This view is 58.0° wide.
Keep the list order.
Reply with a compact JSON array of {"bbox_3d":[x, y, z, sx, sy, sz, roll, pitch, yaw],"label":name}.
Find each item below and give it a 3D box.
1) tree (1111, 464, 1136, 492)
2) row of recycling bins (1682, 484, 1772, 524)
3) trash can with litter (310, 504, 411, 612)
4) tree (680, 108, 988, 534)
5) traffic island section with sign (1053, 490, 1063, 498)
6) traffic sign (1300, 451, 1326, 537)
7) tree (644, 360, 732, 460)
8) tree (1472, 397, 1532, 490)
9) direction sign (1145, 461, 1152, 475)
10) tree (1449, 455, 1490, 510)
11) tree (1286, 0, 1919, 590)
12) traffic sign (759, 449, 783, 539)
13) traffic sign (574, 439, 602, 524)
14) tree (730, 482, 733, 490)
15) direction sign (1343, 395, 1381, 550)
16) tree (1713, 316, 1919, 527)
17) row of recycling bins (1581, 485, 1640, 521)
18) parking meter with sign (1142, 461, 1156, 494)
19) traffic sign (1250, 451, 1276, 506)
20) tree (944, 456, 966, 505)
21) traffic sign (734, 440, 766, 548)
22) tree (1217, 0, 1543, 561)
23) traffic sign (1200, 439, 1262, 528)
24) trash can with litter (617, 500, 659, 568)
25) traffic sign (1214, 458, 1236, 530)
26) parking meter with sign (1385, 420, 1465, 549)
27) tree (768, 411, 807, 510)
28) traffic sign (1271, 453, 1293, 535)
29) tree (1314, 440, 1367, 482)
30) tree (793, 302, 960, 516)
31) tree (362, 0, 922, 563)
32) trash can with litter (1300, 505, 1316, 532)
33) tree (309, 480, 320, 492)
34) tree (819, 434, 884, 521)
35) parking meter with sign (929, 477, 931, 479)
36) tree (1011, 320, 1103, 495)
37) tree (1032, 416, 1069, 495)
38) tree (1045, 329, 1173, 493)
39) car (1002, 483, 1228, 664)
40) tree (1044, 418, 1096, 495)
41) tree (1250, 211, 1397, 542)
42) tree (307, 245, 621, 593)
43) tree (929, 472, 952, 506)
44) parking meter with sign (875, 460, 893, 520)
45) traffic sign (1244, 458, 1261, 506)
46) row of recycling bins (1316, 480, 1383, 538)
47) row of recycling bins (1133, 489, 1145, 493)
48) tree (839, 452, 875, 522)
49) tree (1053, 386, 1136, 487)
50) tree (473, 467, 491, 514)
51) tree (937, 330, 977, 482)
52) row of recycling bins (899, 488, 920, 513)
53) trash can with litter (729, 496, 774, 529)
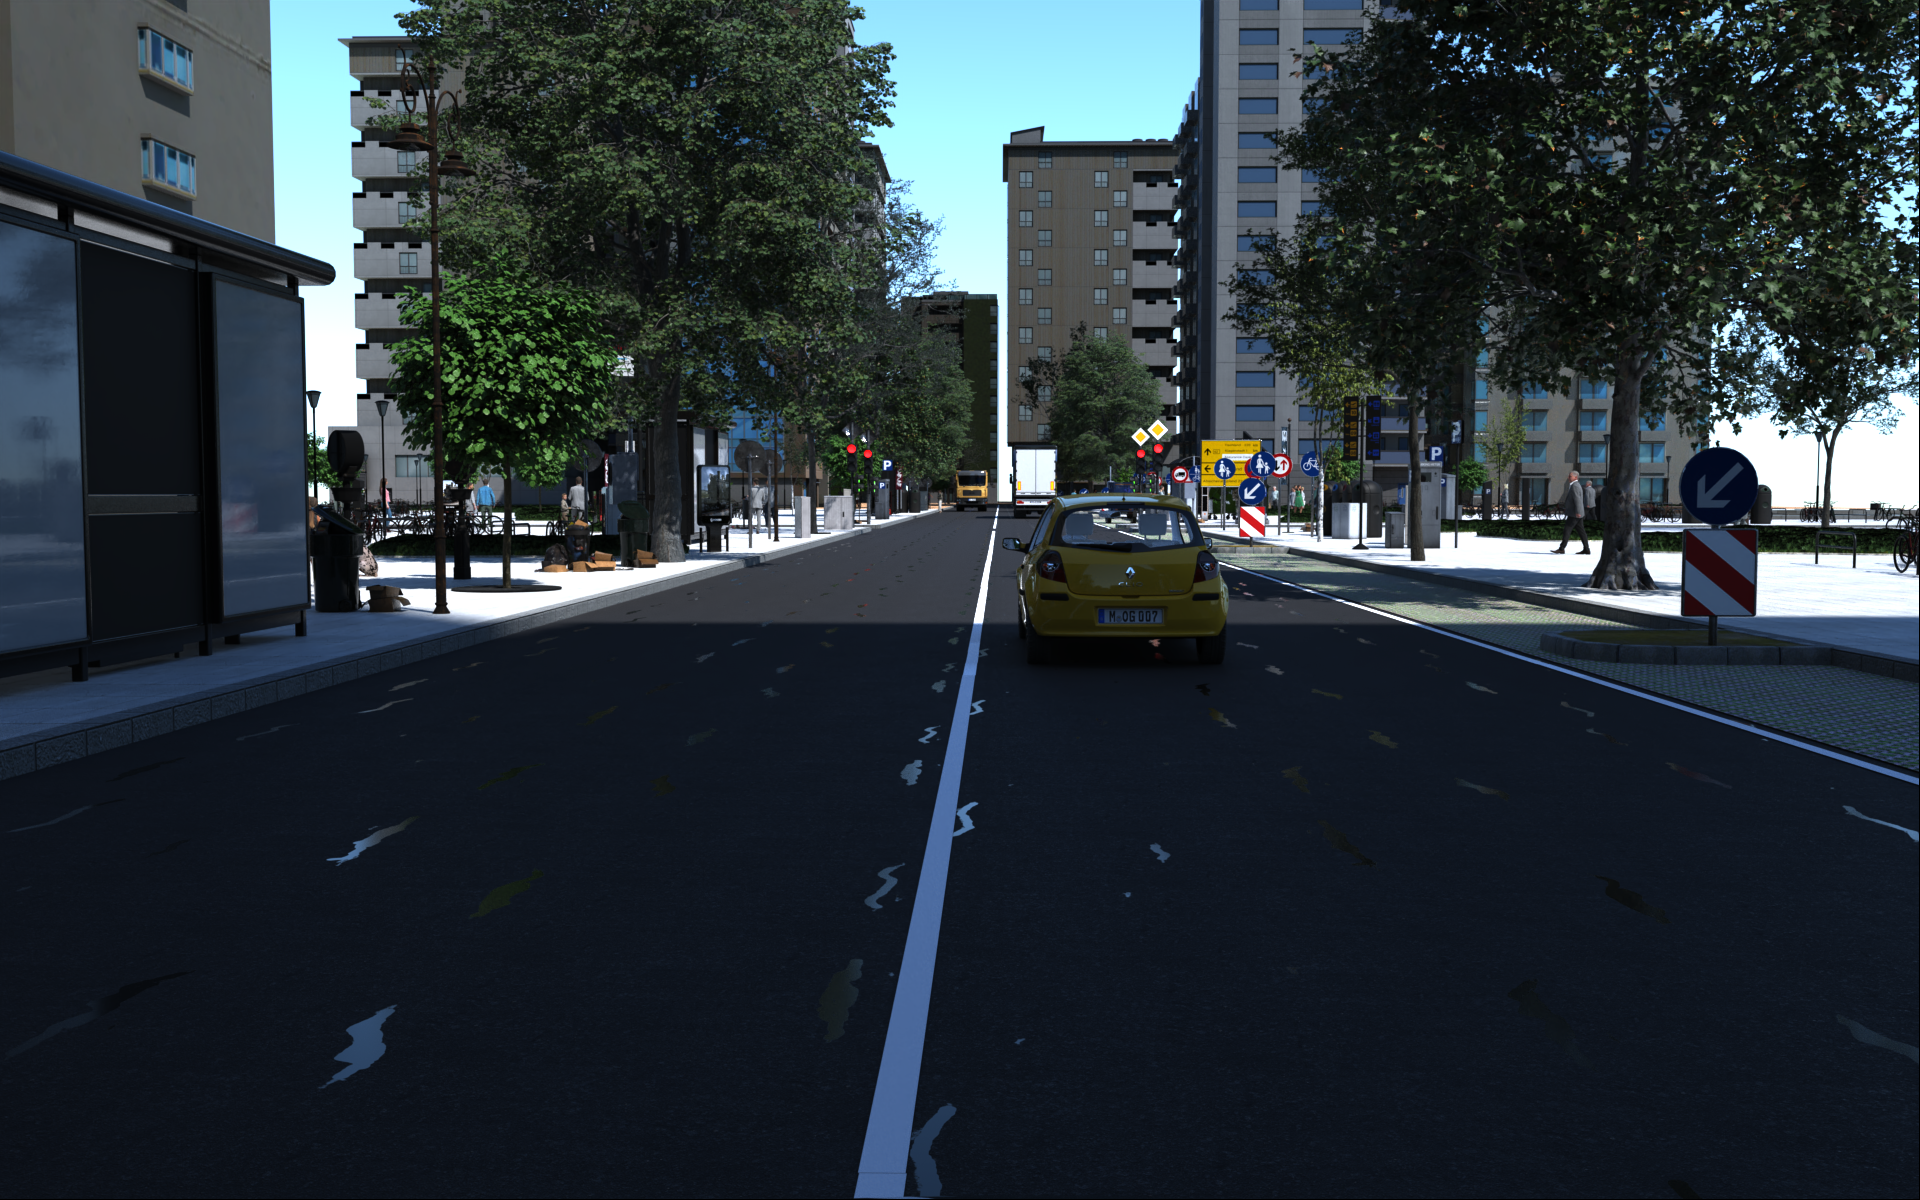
[{"bbox_3d":[11.566,-7.617,119.135,1.663,3.219,1.824,0,3,0],"label":"tree"},{"bbox_3d":[33.181,-4.152,74.990,3.534,1.692,1.069,1,4,21],"label":"row of recycling bins"},{"bbox_3d":[-6.578,-0.464,18.966,1.055,1.170,0.624,0,4,-3],"label":"trash can with litter"},{"bbox_3d":[-4.728,-8.863,55.285,12.009,13.543,11.850,0,3,0],"label":"tree"},{"bbox_3d":[10.041,-10.232,175.918,1.989,1.847,2.006,0,4,1],"label":"traffic island section with sign"},{"bbox_3d":[10.461,-3.136,51.375,0.768,2.556,0.104,0,4,2],"label":"traffic sign"},{"bbox_3d":[-22.838,-13.861,144.747,7.486,12.596,7.792,0,3,0],"label":"tree"},{"bbox_3d":[40.088,-10.823,127.316,4.737,8.622,4.395,0,3,0],"label":"tree"},{"bbox_3d":[12.693,-7.645,116.998,0.876,3.537,0.379,0,4,-2],"label":"direction sign"},{"bbox_3d":[42.394,-9.814,144.178,4.285,4.588,4.351,0,3,0],"label":"tree"},{"bbox_3d":[9.017,-6.490,23.117,9.611,12.733,9.660,0,3,0],"label":"tree"},{"bbox_3d":[-5.400,-2.993,49.038,0.768,2.556,0.104,0,4,8],"label":"traffic sign"},{"bbox_3d":[-8.721,-2.463,40.380,0.768,2.556,0.104,0,4,4],"label":"traffic sign"},{"bbox_3d":[-15.622,-7.337,114.569,1.663,3.219,1.824,0,3,0],"label":"tree"},{"bbox_3d":[9.282,-2.938,40.030,0.876,3.537,0.379,2,4,32],"label":"direction sign"},{"bbox_3d":[29.697,-7.645,59.412,8.767,10.594,7.601,3,5,44],"label":"tree"},{"bbox_3d":[27.739,-4.113,74.354,1.069,1.692,3.534,-1,4,-21],"label":"row of recycling bins"},{"bbox_3d":[10.182,-5.823,91.474,1.738,3.016,0.543,-3,5,-42],"label":"parking meter with sign"},{"bbox_3d":[9.017,-3.152,51.640,0.768,2.556,0.104,0,4,4],"label":"traffic sign"},{"bbox_3d":[-1.655,-16.020,212.288,4.360,8.622,3.978,0,3,0],"label":"tree"},{"bbox_3d":[-4.969,-2.500,40.989,0.768,2.556,0.104,0,4,2],"label":"traffic sign"},{"bbox_3d":[8.448,-6.026,32.945,7.601,10.594,8.767,0,4,-1],"label":"tree"},{"bbox_3d":[10.103,-4.330,64.666,2.265,3.308,0.079,0,4,4],"label":"traffic sign"},{"bbox_3d":[-5.600,-1.165,30.441,0.624,1.170,1.055,-2,4,-35],"label":"trash can with litter"},{"bbox_3d":[9.337,-3.734,61.155,0.768,2.556,0.104,0,4,6],"label":"traffic sign"},{"bbox_3d":[10.949,-2.729,40.888,1.738,3.016,0.543,0,4,-8],"label":"parking meter with sign"},{"bbox_3d":[-13.076,-11.438,137.372,4.360,8.622,3.978,0,3,0],"label":"tree"},{"bbox_3d":[9.916,-3.280,53.735,0.768,2.556,0.104,0,4,5],"label":"traffic sign"},{"bbox_3d":[22.827,-7.379,104.366,4.285,4.588,4.351,0,3,0],"label":"tree"},{"bbox_3d":[-4.791,-11.148,99.284,9.611,12.733,9.660,0,3,0],"label":"tree"},{"bbox_3d":[-5.631,-7.683,32.271,9.857,13.997,8.962,0,3,0],"label":"tree"},{"bbox_3d":[12.137,-2.900,58.806,1.055,1.170,0.624,-1,4,-13],"label":"trash can with litter"},{"bbox_3d":[-57.843,-10.490,134.412,11.467,7.101,20.602,0,3,0],"label":"tree"},{"bbox_3d":[-5.116,-6.065,82.880,4.285,4.588,4.351,0,3,0],"label":"tree"},{"bbox_3d":[-3.342,-9.122,145.411,1.738,3.016,0.543,0,4,-1],"label":"parking meter with sign"},{"bbox_3d":[11.992,-20.529,191.543,12.611,20.169,13.585,0,3,0],"label":"tree"},{"bbox_3d":[14.016,-19.255,225.193,12.009,13.543,11.850,0,3,0],"label":"tree"},{"bbox_3d":[11.848,-13.847,133.051,9.857,13.997,8.962,0,3,0],"label":"tree"},{"bbox_3d":[1.407,-0.356,16.050,2.015,1.641,3.980,0,4,0],"label":"car"},{"bbox_3d":[13.546,-17.488,211.679,9.928,11.665,9.643,0,3,0],"label":"tree"},{"bbox_3d":[9.845,-5.843,45.892,4.737,8.622,4.395,0,3,0],"label":"tree"},{"bbox_3d":[-6.077,-2.402,22.979,4.285,4.588,4.351,0,3,0],"label":"tree"},{"bbox_3d":[-2.413,-12.887,194.408,4.285,4.588,4.351,0,3,0],"label":"tree"},{"bbox_3d":[-3.880,-5.590,87.649,0.543,3.016,1.738,1,4,13],"label":"parking meter with sign"},{"bbox_3d":[10.193,-3.654,59.843,0.768,2.556,0.104,0,4,7],"label":"traffic sign"},{"bbox_3d":[11.794,-2.772,52.443,1.069,1.692,3.534,-1,4,-11],"label":"row of recycling bins"},{"bbox_3d":[12.872,-7.599,131.359,3.534,1.692,1.069,2,4,34],"label":"row of recycling bins"},{"bbox_3d":[-4.758,-5.197,79.566,1.663,3.219,1.824,0,3,0],"label":"tree"},{"bbox_3d":[12.384,-13.007,147.076,8.767,10.594,7.601,-3,4,-37],"label":"tree"},{"bbox_3d":[-29.986,-9.760,109.939,4.737,8.622,4.395,0,3,0],"label":"tree"},{"bbox_3d":[-3.425,-13.633,129.561,9.857,13.997,8.962,0,3,0],"label":"tree"},{"bbox_3d":[-4.394,-6.799,118.273,3.534,1.692,1.069,1,4,14],"label":"row of recycling bins"},{"bbox_3d":[-7.964,-3.252,64.232,1.678,1.210,2.233,-2,4,-28],"label":"trash can with litter"}]
